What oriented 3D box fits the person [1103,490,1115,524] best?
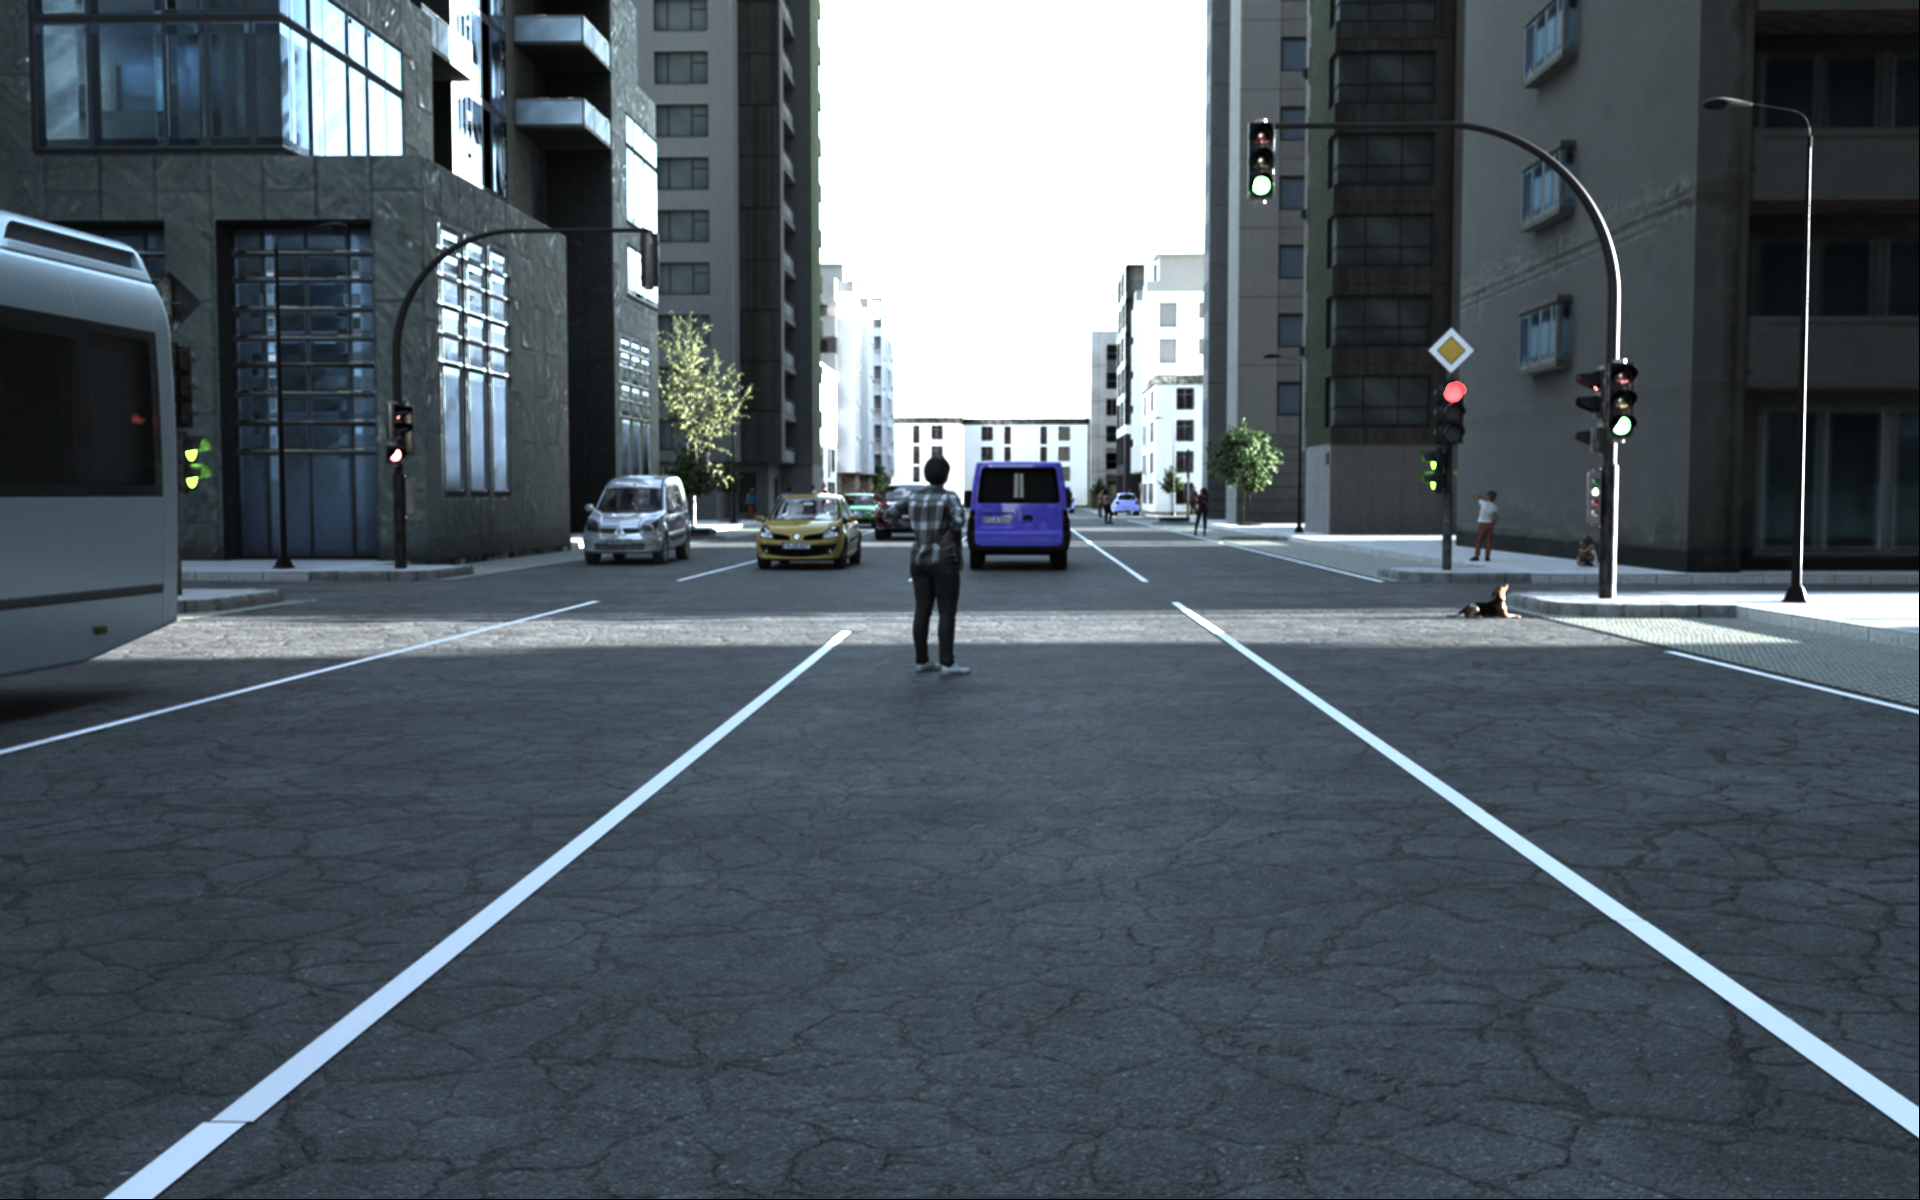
[{"bbox_3d":[7.240,-4.535,84.112,0.566,1.644,0.517,1,4,21],"label":"person"}]

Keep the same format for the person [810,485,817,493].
[{"bbox_3d":[-6.911,-4.404,80.372,0.599,1.838,0.709,1,4,8],"label":"person"}]

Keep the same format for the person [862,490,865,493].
[{"bbox_3d":[-6.326,-6.359,113.413,0.436,1.711,0.756,-1,4,-21],"label":"person"}]

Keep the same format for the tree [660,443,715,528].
[{"bbox_3d":[-10.624,-4.333,65.449,1.663,3.219,1.824,0,3,0],"label":"tree"}]

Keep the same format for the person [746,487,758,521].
[{"bbox_3d":[-9.903,-4.561,82.319,0.593,1.614,0.444,-1,4,-11],"label":"person"}]

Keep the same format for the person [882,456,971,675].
[{"bbox_3d":[-0.211,-0.284,13.868,0.376,1.734,0.841,-3,5,-45],"label":"person"}]

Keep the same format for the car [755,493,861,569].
[{"bbox_3d":[-2.976,-1.483,34.464,2.015,1.641,3.980,0,4,3],"label":"car"}]

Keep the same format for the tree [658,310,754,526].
[{"bbox_3d":[-10.607,-7.282,69.422,4.737,8.622,4.395,0,3,0],"label":"tree"}]

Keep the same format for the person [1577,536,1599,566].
[{"bbox_3d":[11.150,-0.872,30.779,0.357,0.543,0.381,0,4,7],"label":"person"}]

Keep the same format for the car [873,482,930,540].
[{"bbox_3d":[-1.614,-2.896,56.018,2.281,1.827,5.304,0,4,1],"label":"car"}]

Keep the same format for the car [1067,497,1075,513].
[{"bbox_3d":[7.721,-7.410,130.744,1.945,1.707,3.694,0,4,0],"label":"car"}]

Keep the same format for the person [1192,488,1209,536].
[{"bbox_3d":[8.241,-3.013,59.234,0.593,1.643,0.415,-2,4,-24],"label":"person"}]

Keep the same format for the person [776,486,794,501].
[{"bbox_3d":[-6.146,-3.231,62.048,0.841,1.734,0.376,1,4,14],"label":"person"}]

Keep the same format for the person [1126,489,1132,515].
[{"bbox_3d":[11.556,-6.707,118.679,1.217,1.766,0.721,-3,4,-37],"label":"person"}]

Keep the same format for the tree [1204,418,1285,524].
[{"bbox_3d":[12.177,-5.534,74.197,4.285,4.588,4.351,0,3,0],"label":"tree"}]

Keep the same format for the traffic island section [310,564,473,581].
[{"bbox_3d":[-9.700,-0.471,29.983,2.009,0.180,2.903,0,4,2],"label":"traffic island section"}]

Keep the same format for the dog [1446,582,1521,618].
[{"bbox_3d":[6.088,0.004,20.125,0.748,0.427,0.550,3,5,44],"label":"dog"}]

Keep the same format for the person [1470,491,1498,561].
[{"bbox_3d":[10.073,-1.428,33.303,0.435,1.345,0.340,0,4,-7],"label":"person"}]

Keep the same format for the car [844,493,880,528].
[{"bbox_3d":[-4.350,-4.031,74.702,1.959,1.807,4.718,0,4,1],"label":"car"}]

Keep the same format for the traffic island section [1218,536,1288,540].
[{"bbox_3d":[9.143,-1.923,54.311,1.991,0.108,1.994,0,4,2],"label":"traffic island section"}]

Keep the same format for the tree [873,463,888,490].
[{"bbox_3d":[-8.301,-10.768,159.777,4.285,4.588,4.351,0,3,0],"label":"tree"}]

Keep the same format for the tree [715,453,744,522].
[{"bbox_3d":[-10.772,-5.281,80.952,1.663,3.219,1.824,0,3,0],"label":"tree"}]

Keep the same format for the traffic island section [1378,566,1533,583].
[{"bbox_3d":[8.270,-0.433,29.354,2.009,0.180,2.903,0,4,2],"label":"traffic island section"}]

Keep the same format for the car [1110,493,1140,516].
[{"bbox_3d":[11.065,-6.512,116.063,1.945,1.707,3.694,0,4,1],"label":"car"}]

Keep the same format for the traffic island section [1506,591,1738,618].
[{"bbox_3d":[7.992,0.055,21.374,2.009,0.180,2.903,0,4,2],"label":"traffic island section"}]

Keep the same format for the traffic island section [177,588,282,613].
[{"bbox_3d":[-9.978,0.017,22.003,2.009,0.180,2.903,0,4,2],"label":"traffic island section"}]

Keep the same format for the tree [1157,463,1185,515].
[{"bbox_3d":[12.864,-6.846,106.526,1.663,3.219,1.824,0,3,0],"label":"tree"}]

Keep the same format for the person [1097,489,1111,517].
[{"bbox_3d":[8.837,-5.946,106.255,0.750,1.759,0.617,-1,4,-8],"label":"person"}]

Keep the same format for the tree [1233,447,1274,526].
[{"bbox_3d":[11.992,-4.659,70.773,1.663,3.219,1.824,0,3,0],"label":"tree"}]

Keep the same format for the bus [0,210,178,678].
[{"bbox_3d":[-7.348,-0.690,6.149,2.948,3.499,13.247,0,4,3],"label":"bus"}]

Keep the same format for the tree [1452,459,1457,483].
[{"bbox_3d":[15.504,-3.450,51.012,1.663,3.219,1.824,0,3,0],"label":"tree"}]

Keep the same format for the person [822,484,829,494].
[{"bbox_3d":[-5.231,-3.570,67.004,0.434,1.807,0.598,0,4,6],"label":"person"}]
